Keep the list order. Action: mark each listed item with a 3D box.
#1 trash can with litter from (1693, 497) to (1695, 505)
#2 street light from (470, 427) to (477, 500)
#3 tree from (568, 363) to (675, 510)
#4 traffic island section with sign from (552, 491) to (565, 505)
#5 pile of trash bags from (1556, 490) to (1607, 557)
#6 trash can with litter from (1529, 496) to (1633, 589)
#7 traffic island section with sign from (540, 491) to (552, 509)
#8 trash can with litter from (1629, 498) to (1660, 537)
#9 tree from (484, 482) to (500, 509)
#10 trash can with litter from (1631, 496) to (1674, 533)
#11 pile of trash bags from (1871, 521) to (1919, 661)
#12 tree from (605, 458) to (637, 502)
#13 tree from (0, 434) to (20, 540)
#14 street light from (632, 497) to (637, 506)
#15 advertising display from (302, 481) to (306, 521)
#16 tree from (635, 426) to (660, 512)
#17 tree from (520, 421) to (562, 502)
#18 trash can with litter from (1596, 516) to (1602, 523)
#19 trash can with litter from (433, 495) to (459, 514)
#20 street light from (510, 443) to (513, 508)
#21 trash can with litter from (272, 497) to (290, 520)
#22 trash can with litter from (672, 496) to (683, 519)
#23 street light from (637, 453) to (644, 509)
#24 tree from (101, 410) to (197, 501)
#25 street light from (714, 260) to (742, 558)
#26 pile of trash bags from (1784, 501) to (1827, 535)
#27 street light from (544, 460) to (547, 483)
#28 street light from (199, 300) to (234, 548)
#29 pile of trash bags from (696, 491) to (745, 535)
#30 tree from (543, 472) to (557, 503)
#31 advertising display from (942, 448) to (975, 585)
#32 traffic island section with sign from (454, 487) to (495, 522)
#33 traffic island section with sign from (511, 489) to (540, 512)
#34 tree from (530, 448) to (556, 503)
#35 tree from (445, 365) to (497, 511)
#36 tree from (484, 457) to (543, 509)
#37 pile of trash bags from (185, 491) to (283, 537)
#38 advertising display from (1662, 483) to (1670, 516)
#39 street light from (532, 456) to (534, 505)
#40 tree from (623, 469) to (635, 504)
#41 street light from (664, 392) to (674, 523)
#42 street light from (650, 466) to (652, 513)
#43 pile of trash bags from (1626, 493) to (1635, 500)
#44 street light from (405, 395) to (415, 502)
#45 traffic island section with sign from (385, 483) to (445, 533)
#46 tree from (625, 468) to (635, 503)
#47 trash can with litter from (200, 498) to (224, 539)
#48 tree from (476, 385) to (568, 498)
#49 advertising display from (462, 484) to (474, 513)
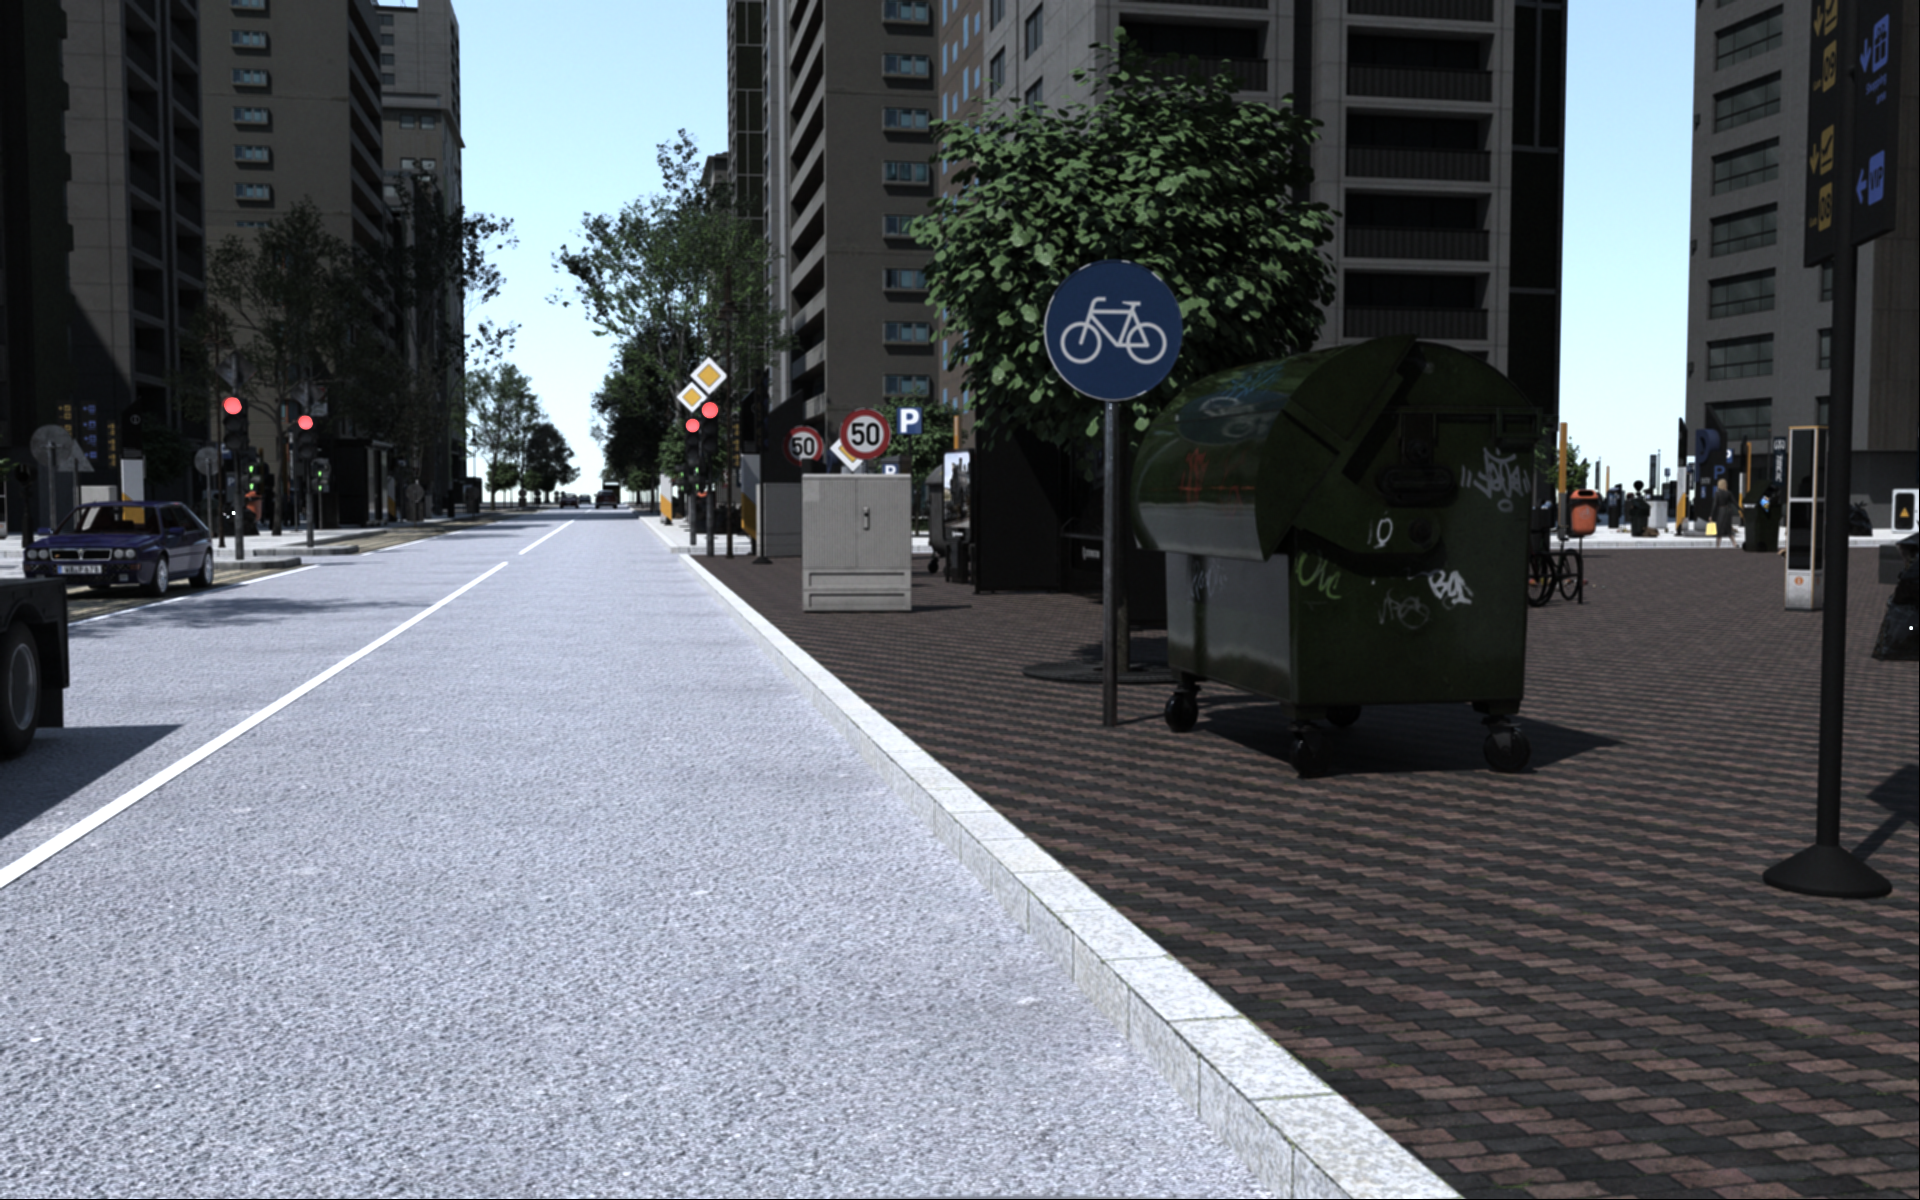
[{"bbox_3d":[42.447,-5.415,99.929,0.624,1.170,1.055,0,4,7],"label":"trash can with litter"},{"bbox_3d":[-32.806,-8.823,117.046,0.468,5.910,1.993,-1,4,-11],"label":"street light"},{"bbox_3d":[-24.130,-13.788,135.796,12.009,13.543,11.850,0,3,0],"label":"tree"},{"bbox_3d":[-51.197,-12.944,220.260,1.989,1.847,2.006,-1,4,-11],"label":"traffic island section with sign"},{"bbox_3d":[11.238,-1.562,35.295,3.447,1.369,1.912,1,4,9],"label":"pile of trash bags"},{"bbox_3d":[8.414,-0.825,24.539,1.678,1.210,2.233,2,4,30],"label":"trash can with litter"},{"bbox_3d":[-40.389,-9.622,165.944,1.989,1.847,2.006,-1,4,-11],"label":"traffic island section with sign"},{"bbox_3d":[20.482,-2.465,51.692,0.624,1.170,1.055,-1,4,-16],"label":"trash can with litter"},{"bbox_3d":[-41.002,-9.616,151.820,1.663,3.219,1.824,0,3,0],"label":"tree"},{"bbox_3d":[22.800,-2.845,57.577,2.233,1.210,1.678,1,4,18],"label":"trash can with litter"},{"bbox_3d":[8.680,-0.195,12.939,1.912,1.369,3.447,-3,5,-42],"label":"pile of trash bags"},{"bbox_3d":[-40.852,-18.340,217.989,7.486,12.596,7.792,0,3,0],"label":"tree"},{"bbox_3d":[-27.672,-3.324,48.941,1.663,3.219,1.824,0,3,0],"label":"tree"},{"bbox_3d":[-35.652,-13.354,191.117,0.468,5.910,1.993,-1,4,-11],"label":"street light"},{"bbox_3d":[-31.353,-4.813,83.906,0.123,1.923,0.974,3,5,42],"label":"advertising display"},{"bbox_3d":[-21.656,-10.644,124.383,4.360,8.622,3.978,0,3,0],"label":"tree"},{"bbox_3d":[-64.326,-21.586,269.940,9.611,12.733,9.660,0,3,0],"label":"tree"},{"bbox_3d":[28.037,-4.027,77.234,1.055,1.170,0.624,-1,4,-12],"label":"trash can with litter"},{"bbox_3d":[-33.335,-6.115,111.038,2.233,1.210,1.678,-1,4,-14],"label":"trash can with litter"},{"bbox_3d":[-40.297,-11.170,155.409,0.468,5.910,1.993,-1,4,-11],"label":"street light"},{"bbox_3d":[-36.302,-4.934,92.066,0.624,1.170,1.055,0,4,2],"label":"trash can with litter"},{"bbox_3d":[-14.653,-4.785,89.622,0.624,1.170,1.055,-3,5,-39],"label":"trash can with litter"},{"bbox_3d":[-28.012,-11.005,152.716,0.468,5.910,1.993,-1,4,-11],"label":"street light"},{"bbox_3d":[-31.551,-5.121,67.437,4.285,4.588,4.351,0,3,0],"label":"tree"},{"bbox_3d":[-4.594,-3.768,34.394,0.468,5.910,1.993,-1,4,-11],"label":"street light"},{"bbox_3d":[27.943,-2.889,56.980,3.447,1.369,1.912,1,4,15],"label":"pile of trash bags"},{"bbox_3d":[-56.455,-16.100,236.030,0.468,5.910,1.993,-1,4,-11],"label":"street light"},{"bbox_3d":[-17.702,-4.194,41.366,0.468,5.910,1.993,-1,4,-11],"label":"street light"},{"bbox_3d":[-7.848,-2.855,56.432,1.912,1.369,3.447,-2,4,-30],"label":"pile of trash bags"},{"bbox_3d":[-53.065,-14.120,214.581,4.285,4.588,4.351,0,3,0],"label":"tree"},{"bbox_3d":[-0.002,-1.195,24.760,0.123,1.923,0.974,-2,4,-25],"label":"advertising display"},{"bbox_3d":[-25.374,-5.008,90.515,1.989,1.847,2.006,-1,4,-11],"label":"traffic island section with sign"},{"bbox_3d":[-35.025,-7.973,138.990,1.989,1.847,2.006,-1,4,-11],"label":"traffic island section with sign"},{"bbox_3d":[-62.557,-18.946,260.129,4.360,8.622,3.978,0,3,0],"label":"tree"},{"bbox_3d":[-35.819,-12.678,133.038,9.928,11.665,9.643,0,3,0],"label":"tree"},{"bbox_3d":[-38.933,-10.028,147.674,4.285,4.588,4.351,0,3,0],"label":"tree"},{"bbox_3d":[-22.573,-2.680,53.572,1.912,1.369,3.447,0,4,6],"label":"pile of trash bags"},{"bbox_3d":[41.157,-5.829,100.515,0.974,1.923,0.123,-1,4,-19],"label":"advertising display"},{"bbox_3d":[-48.819,-13.773,197.967,0.468,5.910,1.993,-1,4,-11],"label":"street light"},{"bbox_3d":[-29.776,-11.009,163.714,4.285,4.588,4.351,0,3,0],"label":"tree"},{"bbox_3d":[-13.082,-6.429,77.902,0.468,5.910,1.993,-1,4,-11],"label":"street light"},{"bbox_3d":[-20.830,-8.803,116.720,0.468,5.910,1.993,-1,4,-11],"label":"street light"},{"bbox_3d":[44.905,-6.638,118.280,3.447,1.369,1.912,-2,4,-35],"label":"pile of trash bags"},{"bbox_3d":[-25.185,-6.534,79.626,0.468,5.910,1.993,-1,4,-11],"label":"street light"},{"bbox_3d":[-20.073,-3.379,63.869,1.989,1.847,2.006,-1,4,-11],"label":"traffic island section with sign"},{"bbox_3d":[-45.044,-17.672,239.294,4.737,8.622,4.395,0,3,0],"label":"tree"},{"bbox_3d":[-21.755,-2.380,50.299,0.624,1.170,1.055,-1,4,-18],"label":"trash can with litter"},{"bbox_3d":[-46.791,-16.760,184.392,12.009,13.543,11.850,0,3,0],"label":"tree"},{"bbox_3d":[-32.596,-6.705,114.839,0.974,1.923,0.123,2,4,31],"label":"advertising display"}]
